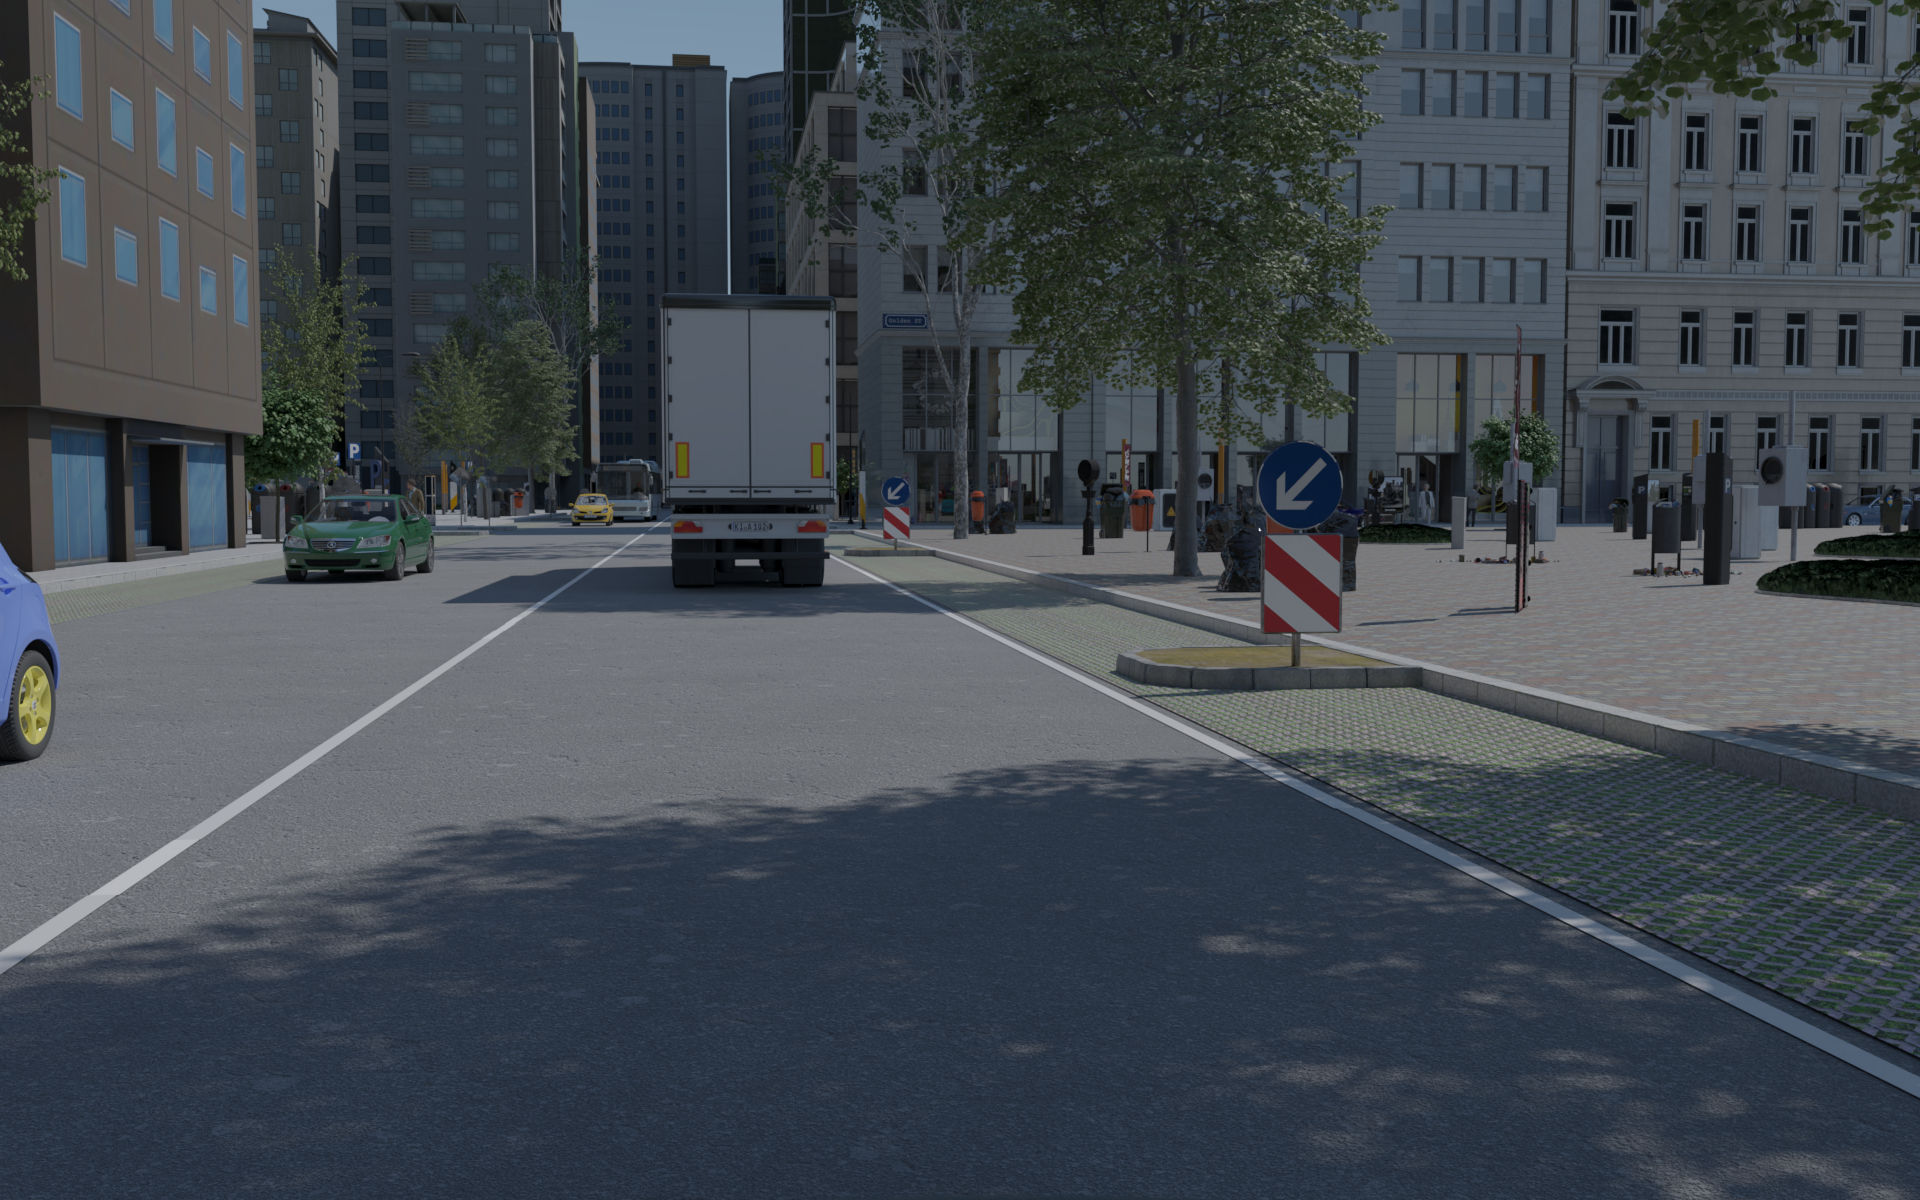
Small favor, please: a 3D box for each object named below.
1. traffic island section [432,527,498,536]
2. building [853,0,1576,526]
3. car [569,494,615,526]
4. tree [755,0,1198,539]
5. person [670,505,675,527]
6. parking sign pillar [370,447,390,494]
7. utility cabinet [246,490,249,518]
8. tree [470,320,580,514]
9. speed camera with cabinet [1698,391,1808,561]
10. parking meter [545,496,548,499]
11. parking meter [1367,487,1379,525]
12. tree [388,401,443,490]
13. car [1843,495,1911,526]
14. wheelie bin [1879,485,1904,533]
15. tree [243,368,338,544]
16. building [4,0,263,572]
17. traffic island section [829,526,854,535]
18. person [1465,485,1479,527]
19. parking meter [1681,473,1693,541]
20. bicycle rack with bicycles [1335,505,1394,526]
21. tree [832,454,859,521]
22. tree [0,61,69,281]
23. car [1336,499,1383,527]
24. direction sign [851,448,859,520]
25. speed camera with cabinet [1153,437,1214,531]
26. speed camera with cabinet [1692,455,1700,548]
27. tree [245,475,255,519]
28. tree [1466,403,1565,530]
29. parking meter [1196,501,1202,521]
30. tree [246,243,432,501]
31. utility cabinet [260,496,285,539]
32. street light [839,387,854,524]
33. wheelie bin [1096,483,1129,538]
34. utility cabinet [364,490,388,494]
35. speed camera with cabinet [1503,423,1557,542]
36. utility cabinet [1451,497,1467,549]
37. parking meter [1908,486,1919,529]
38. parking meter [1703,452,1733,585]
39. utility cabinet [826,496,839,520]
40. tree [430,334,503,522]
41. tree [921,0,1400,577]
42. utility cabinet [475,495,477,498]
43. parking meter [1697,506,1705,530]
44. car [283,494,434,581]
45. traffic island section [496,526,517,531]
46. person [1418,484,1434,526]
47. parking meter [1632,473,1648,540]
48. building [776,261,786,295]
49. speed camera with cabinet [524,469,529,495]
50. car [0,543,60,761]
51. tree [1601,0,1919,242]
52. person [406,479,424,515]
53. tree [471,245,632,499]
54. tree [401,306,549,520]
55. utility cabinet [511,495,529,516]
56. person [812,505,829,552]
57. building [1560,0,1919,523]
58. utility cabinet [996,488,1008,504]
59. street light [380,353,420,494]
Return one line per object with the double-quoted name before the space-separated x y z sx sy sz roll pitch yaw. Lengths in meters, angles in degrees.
"traffic island section" -17.428 -2.336 60.473 2.009 0.180 2.903 -1 4 -8
"building" 10.601 -18.326 77.118 29.804 29.767 11.434 -1 4 -8
"car" -16.569 -4.151 78.098 2.015 1.641 3.980 -1 4 -9
"tree" 0.506 -11.881 50.140 12.611 20.169 13.585 0 3 0
"person" -12.392 -4.108 75.894 0.641 1.798 0.478 -1 4 -14
"parking sign pillar" -32.868 -6.710 98.185 1.447 3.967 1.447 3 5 41
"utility cabinet" -38.596 -5.142 92.744 1.173 1.500 0.318 2 4 30
"tree" -28.400 -11.917 112.965 7.486 12.596 7.792 0 3 0
"speed camera with cabinet" 15.515 -2.415 33.817 0.660 3.252 2.038 -1 4 -20
"parking meter" -29.869 -7.157 125.426 0.372 1.533 0.369 0 3 0
"parking meter" 14.361 -3.170 60.245 0.372 1.533 0.369 0 3 0
"tree" -42.251 -11.219 133.797 4.360 8.622 3.978 0 3 0
"car" 38.681 -3.755 73.401 4.499 1.417 2.014 -1 4 -10
"wheelie bin" 30.911 -3.031 57.467 0.693 1.594 0.980 1 4 17
"tree" -17.837 -3.754 45.086 4.285 4.588 4.351 0 3 0
"building" -22.634 -23.395 32.622 14.600 45.320 14.200 -1 4 -8
"traffic island section" -4.921 -2.448 62.314 2.009 0.180 2.903 -1 4 -8
"person" 20.029 -3.618 67.832 0.592 1.802 0.473 1 4 20
"parking meter" 19.805 -2.538 47.202 0.255 1.863 0.399 1 4 22
"bicycle rack with bicycles" 12.835 -2.666 56.978 2.852 0.926 2.925 3 5 41
"tree" -5.546 -5.433 83.431 1.663 3.219 1.824 0 3 0
"tree" -15.407 -4.587 25.368 4.737 8.622 4.395 0 3 0
"car" 14.532 -3.388 67.969 3.894 1.354 1.945 -1 4 -9
"direction sign" -5.125 -5.715 85.443 0.379 3.537 0.876 2 4 27
"speed camera with cabinet" 7.737 -4.014 59.966 2.038 3.252 0.660 -1 4 -16
"speed camera with cabinet" 17.922 -2.794 40.018 0.660 3.252 2.038 -1 4 -23
"tree" -35.926 -5.726 88.214 1.663 3.219 1.824 0 3 0
"tree" 19.851 -4.784 61.931 4.285 4.588 4.351 0 3 0
"parking meter" 8.829 -3.562 63.951 0.255 1.863 0.399 0 4 -7
"tree" -18.794 -6.114 50.322 4.737 8.622 4.395 0 3 0
"utility cabinet" -19.780 -2.367 49.863 1.020 1.237 0.306 3 5 45
"street light" -5.203 -6.187 73.694 1.470 5.913 1.316 -1 4 -8
"wheelie bin" 4.451 -2.591 50.267 0.980 1.594 0.693 -1 4 -12
"utility cabinet" -29.722 -4.859 88.129 1.173 1.500 0.318 1 4 13
"speed camera with cabinet" 15.703 -3.265 47.726 0.660 3.252 2.038 -1 4 -10
"utility cabinet" 11.742 -1.809 40.736 0.306 1.237 1.020 1 4 19
"parking meter" 27.083 -2.487 49.069 0.372 1.533 0.369 0 3 0
"parking meter" 10.739 -1.151 24.534 0.399 1.863 0.255 -3 5 -45
"utility cabinet" -6.469 -4.684 87.739 0.306 1.237 1.020 -2 4 -27
"tree" -22.714 -7.863 78.923 4.737 8.622 4.395 0 3 0
"tree" 3.144 -6.638 26.662 7.486 12.596 7.792 0 3 0
"utility cabinet" -35.599 -7.208 129.019 1.020 1.237 0.306 -2 4 -33
"parking meter" 26.501 -3.264 61.773 0.372 1.533 0.369 0 3 0
"car" -10.340 -1.115 30.029 2.131 1.459 4.920 0 4 -7
"traffic island section" -18.597 -2.819 68.373 2.009 0.180 2.903 -1 4 -8
"person" 18.398 -3.677 68.499 0.514 1.842 0.818 -2 4 -26
"parking meter" 19.186 -2.641 48.897 0.399 1.863 0.255 1 4 10
"building" -8.061 -18.852 137.901 12.332 23.373 15.834 -1 4 -8
"speed camera with cabinet" -35.306 -8.849 139.021 2.038 3.252 0.660 0 4 -6
"car" -5.647 0.100 7.957 1.945 1.707 3.694 0 4 -7
"tree" 5.578 -5.499 8.029 7.486 12.596 7.792 0 3 0
"person" -15.032 -2.396 47.589 0.656 1.842 0.836 -1 4 -10
"tree" -29.138 -16.745 129.672 12.611 20.169 13.585 0 3 0
"tree" -24.062 -9.300 86.473 7.601 10.594 8.767 0 4 -4
"utility cabinet" -25.837 -5.536 101.672 1.020 1.237 0.306 -2 4 -28
"person" -3.575 -2.064 42.347 0.635 1.810 0.391 2 4 26
"building" 35.060 -18.132 82.366 20.117 28.700 13.634 -1 4 -8
"utility cabinet" 1.444 -3.173 60.558 0.318 1.500 1.173 0 4 7
"street light" -18.424 -5.160 56.912 1.470 5.913 1.316 -1 4 -8
